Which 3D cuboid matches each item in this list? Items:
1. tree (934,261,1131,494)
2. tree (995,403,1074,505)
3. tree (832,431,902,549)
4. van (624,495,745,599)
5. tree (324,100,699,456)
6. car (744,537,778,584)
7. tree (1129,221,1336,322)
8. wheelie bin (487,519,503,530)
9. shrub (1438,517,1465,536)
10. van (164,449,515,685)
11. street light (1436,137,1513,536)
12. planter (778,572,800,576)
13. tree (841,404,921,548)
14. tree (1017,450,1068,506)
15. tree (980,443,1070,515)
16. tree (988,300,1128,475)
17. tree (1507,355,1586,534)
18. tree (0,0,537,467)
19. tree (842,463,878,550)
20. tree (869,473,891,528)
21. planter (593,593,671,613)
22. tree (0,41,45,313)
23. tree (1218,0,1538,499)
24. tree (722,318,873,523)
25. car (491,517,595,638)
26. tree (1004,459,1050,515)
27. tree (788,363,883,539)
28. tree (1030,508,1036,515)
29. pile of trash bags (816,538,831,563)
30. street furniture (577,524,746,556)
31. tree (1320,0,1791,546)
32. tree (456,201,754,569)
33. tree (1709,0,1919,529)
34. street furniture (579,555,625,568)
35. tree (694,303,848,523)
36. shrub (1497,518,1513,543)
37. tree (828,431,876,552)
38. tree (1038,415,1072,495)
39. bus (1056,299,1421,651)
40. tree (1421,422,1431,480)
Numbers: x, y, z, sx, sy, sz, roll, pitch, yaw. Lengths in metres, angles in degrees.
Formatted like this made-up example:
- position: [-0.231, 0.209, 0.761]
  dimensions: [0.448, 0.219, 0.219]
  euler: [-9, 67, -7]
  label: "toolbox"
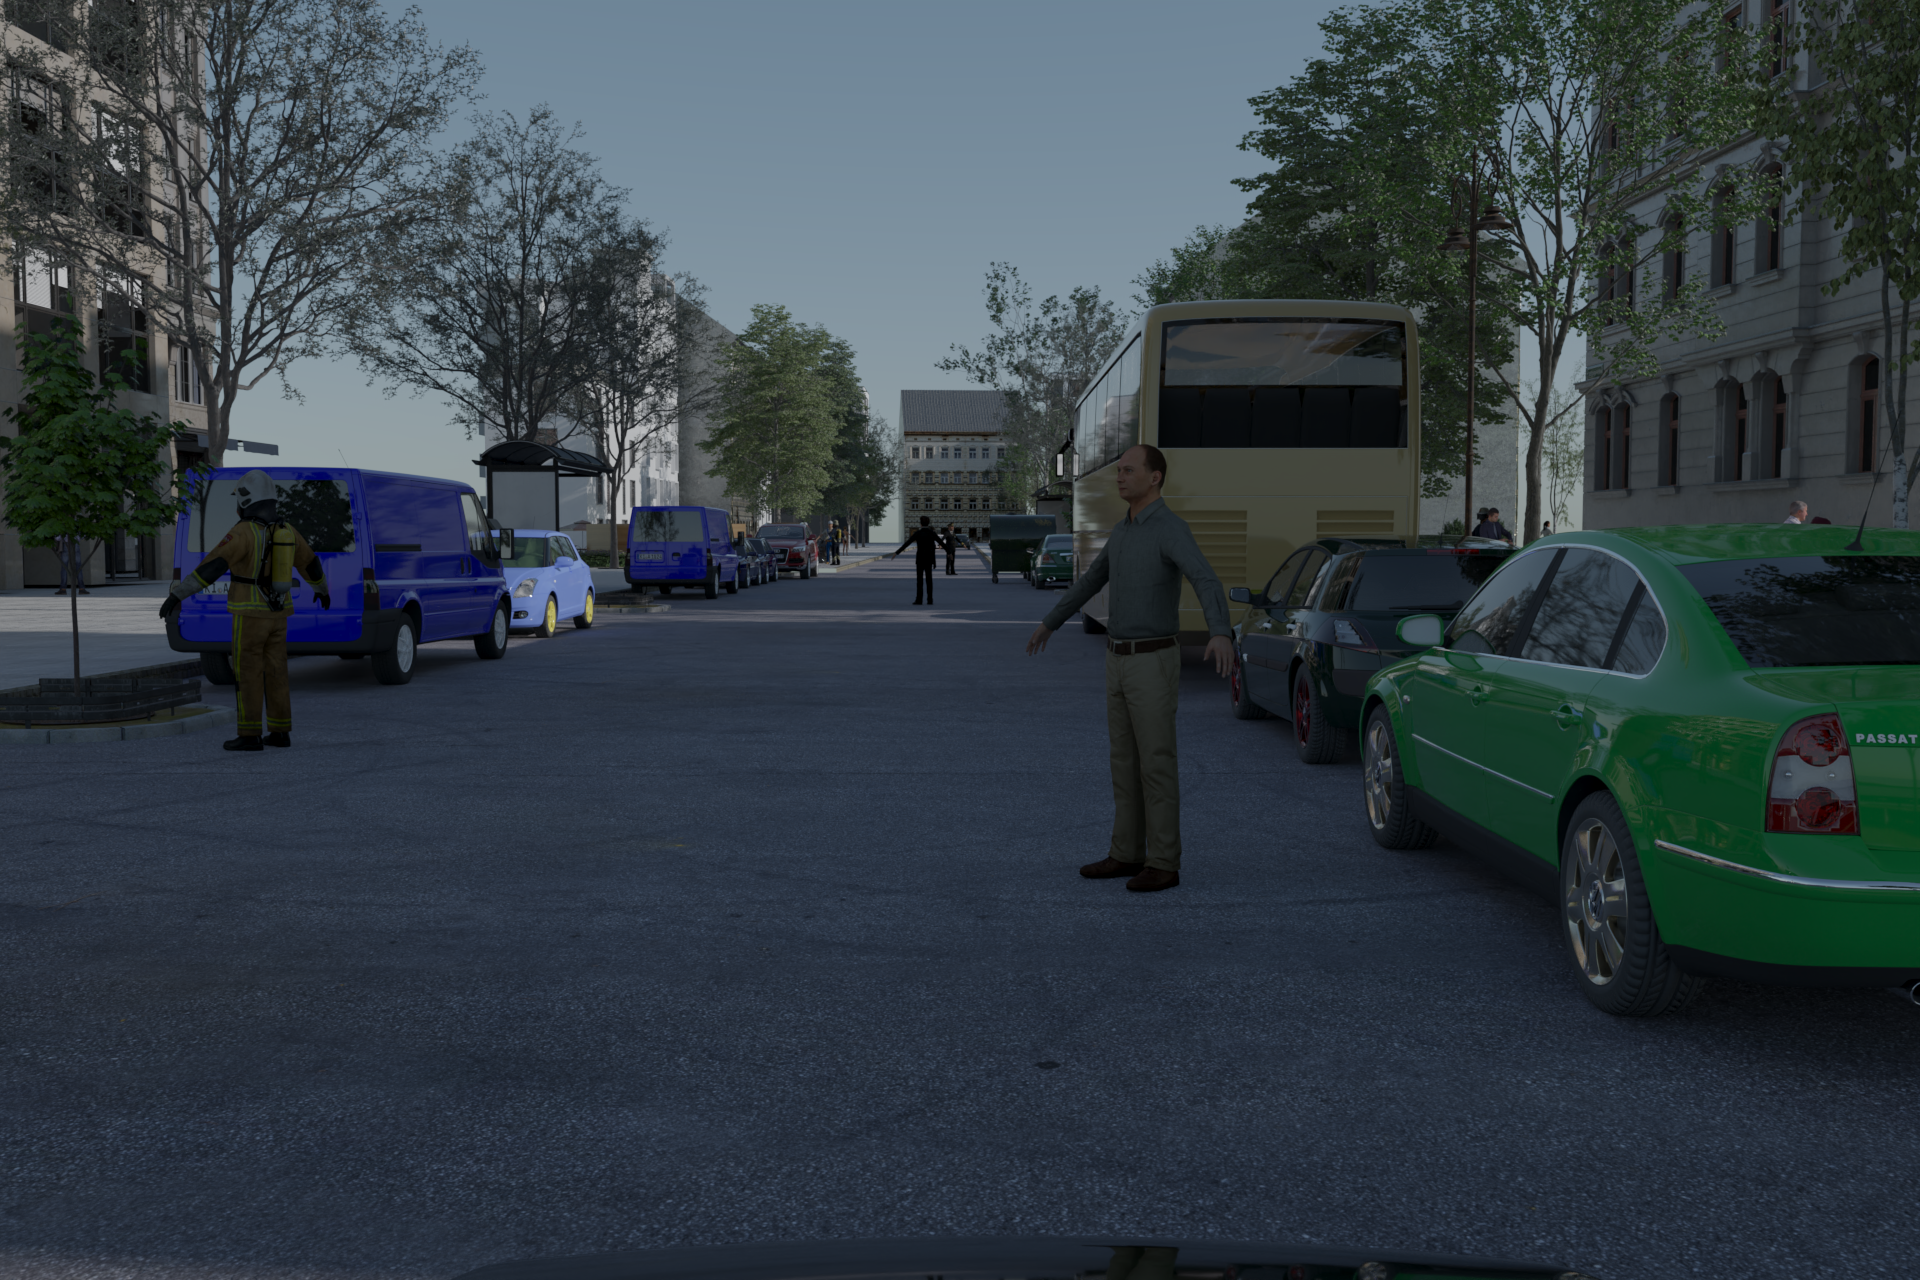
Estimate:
- position: [4.708, -16.260, 121.746]
  dimensions: [12.611, 20.169, 13.585]
  euler: [0, 3, 0]
  label: "tree"
- position: [6.563, -12.789, 134.857]
  dimensions: [9.928, 11.665, 9.643]
  euler: [0, 3, 0]
  label: "tree"
- position: [-8.994, -13.115, 148.845]
  dimensions: [8.767, 10.594, 7.601]
  euler: [0, 4, 5]
  label: "tree"
- position: [-6.272, -2.166, 39.791]
  dimensions: [2.240, 2.365, 5.245]
  euler: [0, 4, 0]
  label: "van"
- position: [-12.606, -8.508, 49.478]
  dimensions: [12.009, 13.543, 11.850]
  euler: [0, 3, 0]
  label: "tree"
- position: [-6.358, -2.339, 50.816]
  dimensions: [1.945, 1.354, 3.894]
  euler: [0, 3, 0]
  label: "car"
- position: [8.865, -8.070, 57.697]
  dimensions: [9.928, 11.665, 9.643]
  euler: [0, 3, 0]
  label: "tree"
- position: [-9.661, -1.705, 35.789]
  dimensions: [0.693, 1.594, 0.980]
  euler: [0, 4, 1]
  label: "wheelie bin"
- position: [22.850, -4.639, 79.885]
  dimensions: [1.661, 2.075, 1.752]
  euler: [0, 3, 0]
  label: "shrub"
- position: [-6.192, -0.839, 18.109]
  dimensions: [2.240, 2.365, 5.245]
  euler: [0, 4, 0]
  label: "van"
- position: [6.111, -2.932, 20.726]
  dimensions: [0.468, 5.910, 1.993]
  euler: [0, 4, 0]
  label: "street light"
- position: [-6.465, -2.403, 60.421]
  dimensions: [1.991, 0.319, 1.994]
  euler: [0, 4, 1]
  label: "planter"
- position: [-9.162, -15.486, 163.560]
  dimensions: [12.009, 13.543, 11.850]
  euler: [0, 3, 0]
  label: "tree"
- position: [6.135, -11.707, 141.764]
  dimensions: [4.360, 8.622, 3.978]
  euler: [0, 3, 0]
  label: "tree"
- position: [6.403, -13.980, 162.978]
  dimensions: [8.767, 10.594, 7.601]
  euler: [-2, 4, -24]
  label: "tree"
- position: [6.264, -11.022, 90.578]
  dimensions: [12.009, 13.543, 11.850]
  euler: [0, 3, 0]
  label: "tree"
- position: [23.980, -7.341, 70.393]
  dimensions: [4.360, 8.622, 3.978]
  euler: [0, 3, 0]
  label: "tree"
- position: [-12.239, -7.221, 28.431]
  dimensions: [12.009, 13.543, 11.850]
  euler: [0, 3, 0]
  label: "tree"
- position: [-9.400, -11.776, 142.902]
  dimensions: [4.360, 8.622, 3.978]
  euler: [0, 3, 0]
  label: "tree"
- position: [-14.804, -21.664, 260.857]
  dimensions: [9.857, 13.997, 8.962]
  euler: [0, 3, 0]
  label: "tree"
- position: [-6.479, -0.688, 32.381]
  dimensions: [1.991, 0.319, 1.994]
  euler: [0, 4, 0]
  label: "planter"
- position: [-12.373, -4.122, 17.755]
  dimensions: [4.360, 8.622, 3.978]
  euler: [0, 3, 0]
  label: "tree"
- position: [8.863, -7.339, 38.121]
  dimensions: [7.486, 12.596, 7.792]
  euler: [0, 3, 0]
  label: "tree"
- position: [-9.606, -11.981, 102.549]
  dimensions: [9.857, 13.997, 8.962]
  euler: [0, 3, 0]
  label: "tree"
- position: [-6.453, -0.942, 24.997]
  dimensions: [1.945, 1.707, 3.694]
  euler: [0, 4, 0]
  label: "car"
- position: [6.450, -12.111, 148.372]
  dimensions: [4.360, 8.622, 3.978]
  euler: [0, 3, 0]
  label: "tree"
- position: [-8.951, -12.011, 114.501]
  dimensions: [7.486, 12.596, 7.792]
  euler: [0, 3, 0]
  label: "tree"
- position: [12.455, -19.036, 261.600]
  dimensions: [4.737, 8.622, 4.395]
  euler: [0, 3, 0]
  label: "tree"
- position: [-6.662, -4.050, 75.977]
  dimensions: [1.912, 1.369, 3.447]
  euler: [0, 4, 2]
  label: "pile of trash bags"
- position: [-13.100, -4.115, 74.128]
  dimensions: [11.010, 1.723, 9.812]
  euler: [3, 5, 42]
  label: "street furniture"
- position: [9.501, -6.262, 28.137]
  dimensions: [9.928, 11.665, 9.643]
  euler: [0, 3, 0]
  label: "tree"
- position: [-12.744, -9.366, 63.511]
  dimensions: [12.009, 13.543, 11.850]
  euler: [0, 3, 0]
  label: "tree"
- position: [9.194, -4.035, 16.327]
  dimensions: [4.737, 8.622, 4.395]
  euler: [0, 3, 0]
  label: "tree"
- position: [-12.968, -3.142, 67.001]
  dimensions: [10.072, 0.657, 5.734]
  euler: [0, 4, -3]
  label: "street furniture"
- position: [-9.265, -10.262, 85.914]
  dimensions: [7.486, 12.596, 7.792]
  euler: [0, 3, 0]
  label: "tree"
- position: [20.042, -3.752, 65.382]
  dimensions: [1.661, 2.075, 1.752]
  euler: [0, 3, 0]
  label: "shrub"
- position: [-9.624, -11.644, 124.797]
  dimensions: [7.601, 10.594, 8.767]
  euler: [0, 4, -7]
  label: "tree"
- position: [6.110, -9.615, 107.566]
  dimensions: [4.360, 8.622, 3.978]
  euler: [0, 3, 0]
  label: "tree"
- position: [2.931, -1.840, 21.631]
  dimensions: [2.896, 3.916, 12.252]
  euler: [0, 4, 0]
  label: "bus"
- position: [17.105, -8.594, 74.924]
  dimensions: [7.601, 10.594, 8.767]
  euler: [1, 4, 13]
  label: "tree"
